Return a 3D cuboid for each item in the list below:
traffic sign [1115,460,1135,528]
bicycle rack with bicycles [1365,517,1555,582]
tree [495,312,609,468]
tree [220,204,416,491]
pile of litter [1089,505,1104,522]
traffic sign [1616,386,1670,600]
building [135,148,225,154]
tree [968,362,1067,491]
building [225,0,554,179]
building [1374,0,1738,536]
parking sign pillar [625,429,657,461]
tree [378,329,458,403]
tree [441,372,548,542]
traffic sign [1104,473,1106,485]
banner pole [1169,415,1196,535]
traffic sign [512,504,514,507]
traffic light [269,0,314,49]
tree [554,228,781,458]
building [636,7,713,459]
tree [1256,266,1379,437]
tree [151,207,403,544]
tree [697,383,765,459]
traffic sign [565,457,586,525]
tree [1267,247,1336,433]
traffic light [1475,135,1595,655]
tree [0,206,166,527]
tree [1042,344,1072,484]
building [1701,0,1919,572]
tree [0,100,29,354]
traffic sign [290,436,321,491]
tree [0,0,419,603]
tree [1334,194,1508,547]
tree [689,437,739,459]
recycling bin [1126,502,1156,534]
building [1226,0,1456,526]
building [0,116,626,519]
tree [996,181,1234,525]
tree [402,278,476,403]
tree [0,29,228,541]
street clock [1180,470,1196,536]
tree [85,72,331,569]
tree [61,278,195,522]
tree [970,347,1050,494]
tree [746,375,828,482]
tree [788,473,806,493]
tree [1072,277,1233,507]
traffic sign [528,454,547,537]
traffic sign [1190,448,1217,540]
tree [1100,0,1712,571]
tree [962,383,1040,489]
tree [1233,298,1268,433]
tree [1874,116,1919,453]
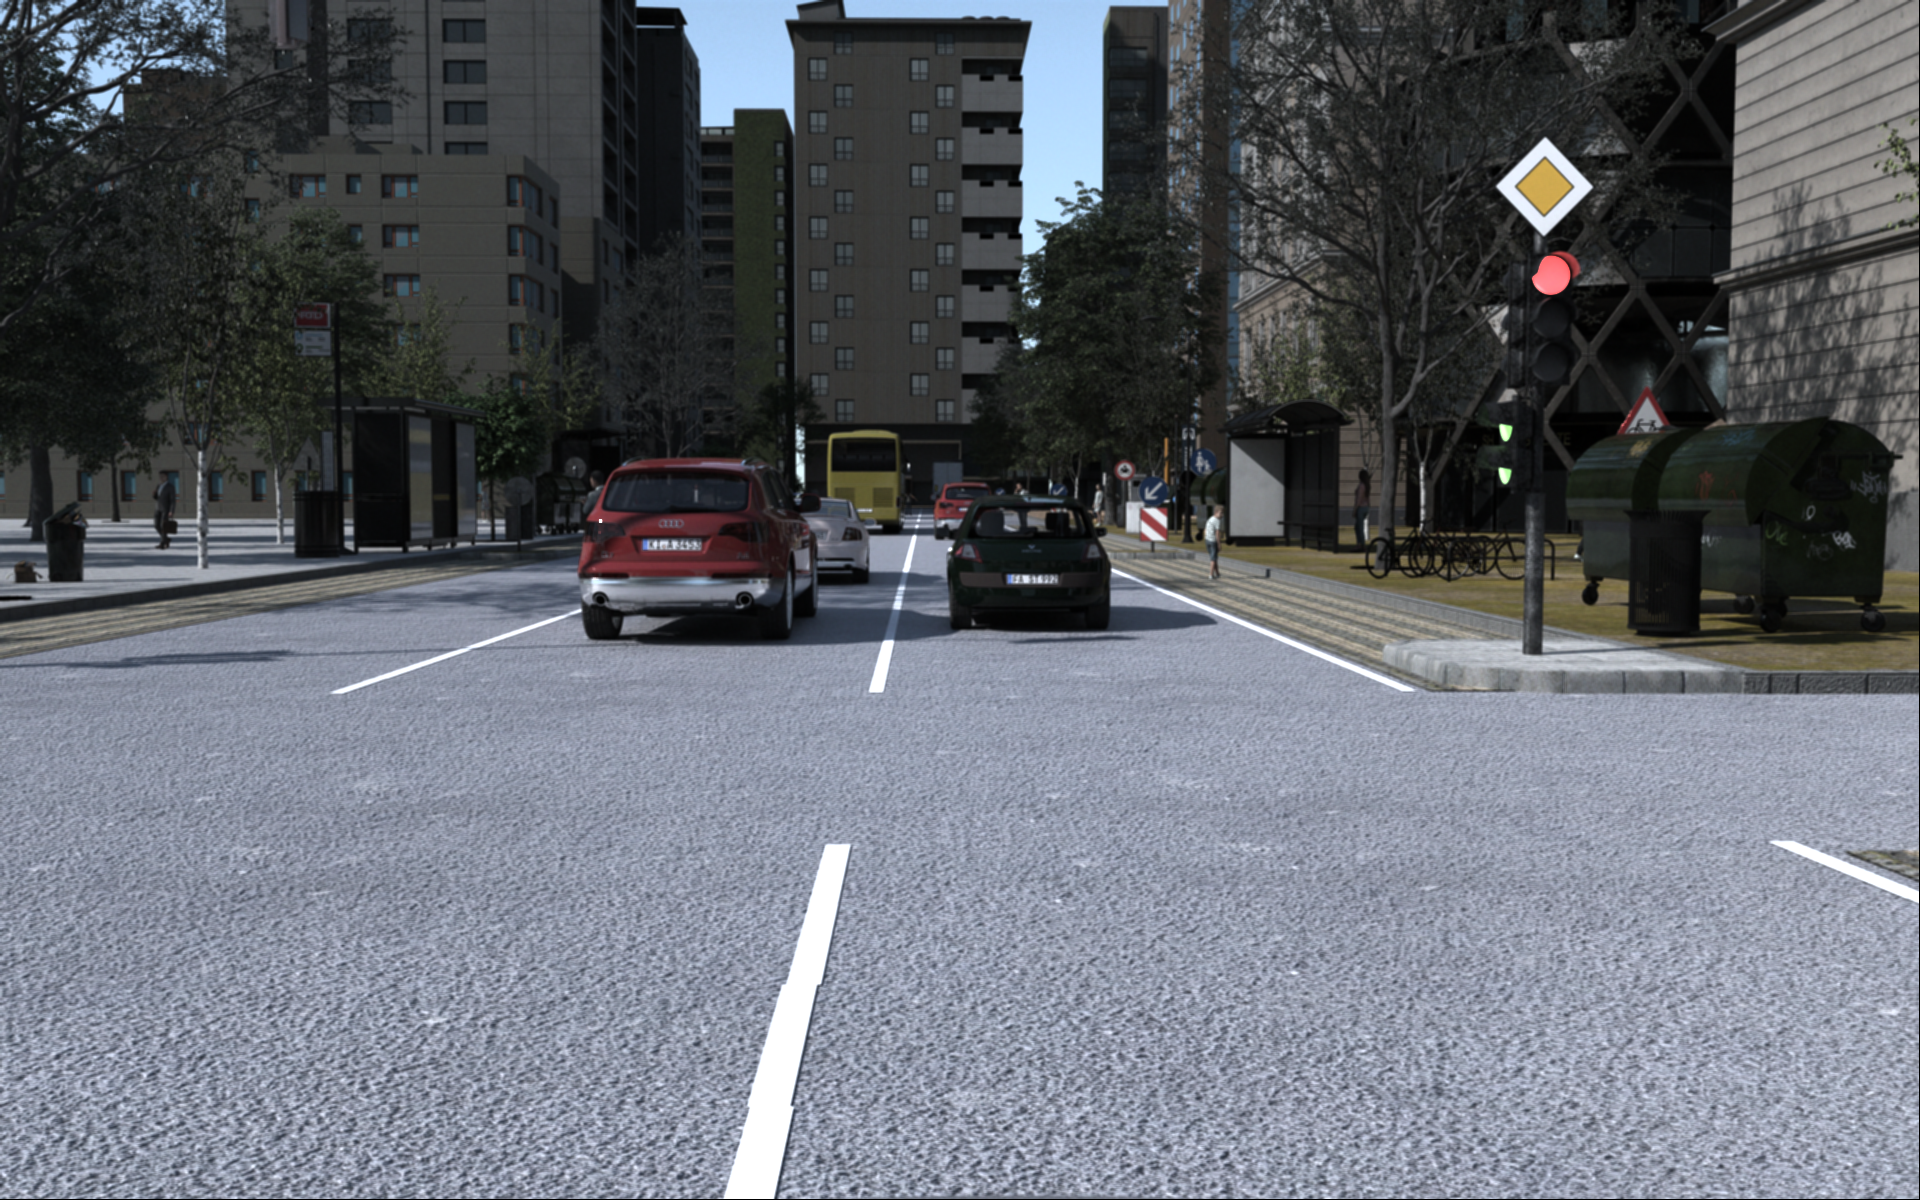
[{"bbox_3d":[6.157,-3.954,64.752,0.768,2.556,0.104,0,4,2],"label":"traffic sign"},{"bbox_3d":[7.524,-0.795,26.387,2.925,0.926,2.852,-1,4,-15],"label":"bicycle rack with bicycles"},{"bbox_3d":[-16.866,-7.379,71.016,4.737,8.622,4.395,0,3,0],"label":"tree"},{"bbox_3d":[-25.225,-9.167,68.010,7.486,12.596,7.792,0,3,0],"label":"tree"},{"bbox_3d":[6.401,-4.026,79.786,1.719,0.858,1.176,0,4,6],"label":"pile of litter"},{"bbox_3d":[8.293,-1.285,21.010,0.884,2.594,0.081,0,4,4],"label":"traffic sign"},{"bbox_3d":[-64.316,-23.053,148.617,14.107,30.474,14.160,0,4,-1],"label":"building"},{"bbox_3d":[4.757,-11.507,122.552,8.767,10.594,7.601,0,4,0],"label":"tree"},{"bbox_3d":[-46.900,-43.210,144.733,20.611,71.187,20.563,0,4,-1],"label":"building"},{"bbox_3d":[22.979,-11.766,59.820,16.820,18.784,16.811,0,4,-1],"label":"building"},{"bbox_3d":[-13.267,-5.124,72.256,1.447,3.967,1.447,1,4,8],"label":"parking sign pillar"},{"bbox_3d":[-24.378,-7.715,76.508,4.360,8.622,3.978,0,3,0],"label":"tree"},{"bbox_3d":[-12.652,-3.861,46.842,4.285,4.588,4.351,0,3,0],"label":"tree"},{"bbox_3d":[7.237,-5.003,83.926,0.606,2.300,0.079,0,4,1],"label":"traffic sign"},{"bbox_3d":[7.049,-3.952,54.631,0.863,3.779,0.401,1,4,20],"label":"banner pole"},{"bbox_3d":[-13.270,-3.141,51.356,0.884,2.594,0.081,0,4,8],"label":"traffic sign"},{"bbox_3d":[-7.503,-2.377,13.531,4.771,5.953,1.251,0,4,-1],"label":"traffic light"},{"bbox_3d":[-13.230,-10.343,79.473,12.009,13.543,11.850,0,3,0],"label":"tree"},{"bbox_3d":[-29.615,-28.462,148.953,14.086,41.232,14.154,0,4,-1],"label":"building"},{"bbox_3d":[11.811,-6.453,55.873,4.737,8.622,4.395,0,3,0],"label":"tree"},{"bbox_3d":[-17.598,-5.749,44.364,4.737,8.622,4.395,0,3,0],"label":"tree"},{"bbox_3d":[-14.283,-9.753,109.817,4.360,8.622,3.978,0,3,0],"label":"tree"},{"bbox_3d":[-13.224,-3.634,59.530,0.768,2.556,0.104,1,4,8],"label":"traffic sign"},{"bbox_3d":[11.459,-5.964,47.874,4.360,8.622,3.978,0,3,0],"label":"tree"},{"bbox_3d":[4.566,-1.519,13.755,0.839,4.253,0.868,0,4,-1],"label":"traffic light"},{"bbox_3d":[-36.125,-9.214,67.656,9.611,12.733,9.660,0,3,0],"label":"tree"},{"bbox_3d":[5.534,-7.974,80.732,4.360,8.622,3.978,0,3,0],"label":"tree"},{"bbox_3d":[26.846,-14.751,28.563,23.554,28.519,14.401,0,4,-1],"label":"building"},{"bbox_3d":[-20.819,-6.916,31.201,7.486,12.596,7.792,0,3,0],"label":"tree"},{"bbox_3d":[-14.564,-2.367,38.711,0.884,2.594,0.081,1,4,9],"label":"traffic sign"},{"bbox_3d":[-11.874,-6.741,20.580,12.009,13.543,11.850,0,3,0],"label":"tree"},{"bbox_3d":[11.284,-5.592,41.786,4.360,8.622,3.978,0,3,0],"label":"tree"},{"bbox_3d":[-14.225,-7.118,100.093,4.285,4.588,4.351,0,3,0],"label":"tree"},{"bbox_3d":[5.854,-2.661,56.065,0.722,1.027,0.722,3,4,37],"label":"recycling bin"},{"bbox_3d":[20.567,-17.895,78.479,13.634,28.700,20.117,0,4,-1],"label":"building"},{"bbox_3d":[-36.254,-15.758,102.689,27.650,21.520,28.899,0,4,-1],"label":"building"},{"bbox_3d":[6.366,-10.082,71.489,9.857,13.997,8.962,0,3,0],"label":"tree"},{"bbox_3d":[-18.640,-6.676,59.520,4.737,8.622,4.395,0,3,0],"label":"tree"},{"bbox_3d":[-24.885,-8.561,46.625,9.857,13.997,8.962,0,3,0],"label":"tree"},{"bbox_3d":[6.842,-2.902,52.020,0.471,2.002,0.358,0,4,-1],"label":"street clock"},{"bbox_3d":[-13.068,-4.860,29.825,4.360,8.622,3.978,0,3,0],"label":"tree"},{"bbox_3d":[-38.637,-9.349,78.607,9.928,11.665,9.643,0,3,0],"label":"tree"},{"bbox_3d":[4.621,-13.142,132.992,7.486,12.596,7.792,0,3,0],"label":"tree"},{"bbox_3d":[-15.271,-13.782,151.090,9.928,11.665,9.643,0,3,0],"label":"tree"},{"bbox_3d":[-15.073,-10.048,158.893,1.663,3.219,1.824,0,3,0],"label":"tree"},{"bbox_3d":[6.505,-6.588,58.068,4.360,8.622,3.978,0,3,0],"label":"tree"},{"bbox_3d":[-12.713,-3.158,51.735,0.768,2.556,0.104,0,4,3],"label":"traffic sign"},{"bbox_3d":[6.761,-2.948,48.302,0.768,2.556,0.104,0,4,0],"label":"traffic sign"},{"bbox_3d":[7.383,-7.257,29.019,12.009,13.543,11.850,0,3,0],"label":"tree"},{"bbox_3d":[4.068,-14.347,160.335,9.928,11.665,9.643,0,3,0],"label":"tree"},{"bbox_3d":[11.236,-6.924,63.572,4.360,8.622,3.978,0,3,0],"label":"tree"},{"bbox_3d":[12.249,-4.178,18.665,4.737,8.622,4.395,0,3,0],"label":"tree"}]
